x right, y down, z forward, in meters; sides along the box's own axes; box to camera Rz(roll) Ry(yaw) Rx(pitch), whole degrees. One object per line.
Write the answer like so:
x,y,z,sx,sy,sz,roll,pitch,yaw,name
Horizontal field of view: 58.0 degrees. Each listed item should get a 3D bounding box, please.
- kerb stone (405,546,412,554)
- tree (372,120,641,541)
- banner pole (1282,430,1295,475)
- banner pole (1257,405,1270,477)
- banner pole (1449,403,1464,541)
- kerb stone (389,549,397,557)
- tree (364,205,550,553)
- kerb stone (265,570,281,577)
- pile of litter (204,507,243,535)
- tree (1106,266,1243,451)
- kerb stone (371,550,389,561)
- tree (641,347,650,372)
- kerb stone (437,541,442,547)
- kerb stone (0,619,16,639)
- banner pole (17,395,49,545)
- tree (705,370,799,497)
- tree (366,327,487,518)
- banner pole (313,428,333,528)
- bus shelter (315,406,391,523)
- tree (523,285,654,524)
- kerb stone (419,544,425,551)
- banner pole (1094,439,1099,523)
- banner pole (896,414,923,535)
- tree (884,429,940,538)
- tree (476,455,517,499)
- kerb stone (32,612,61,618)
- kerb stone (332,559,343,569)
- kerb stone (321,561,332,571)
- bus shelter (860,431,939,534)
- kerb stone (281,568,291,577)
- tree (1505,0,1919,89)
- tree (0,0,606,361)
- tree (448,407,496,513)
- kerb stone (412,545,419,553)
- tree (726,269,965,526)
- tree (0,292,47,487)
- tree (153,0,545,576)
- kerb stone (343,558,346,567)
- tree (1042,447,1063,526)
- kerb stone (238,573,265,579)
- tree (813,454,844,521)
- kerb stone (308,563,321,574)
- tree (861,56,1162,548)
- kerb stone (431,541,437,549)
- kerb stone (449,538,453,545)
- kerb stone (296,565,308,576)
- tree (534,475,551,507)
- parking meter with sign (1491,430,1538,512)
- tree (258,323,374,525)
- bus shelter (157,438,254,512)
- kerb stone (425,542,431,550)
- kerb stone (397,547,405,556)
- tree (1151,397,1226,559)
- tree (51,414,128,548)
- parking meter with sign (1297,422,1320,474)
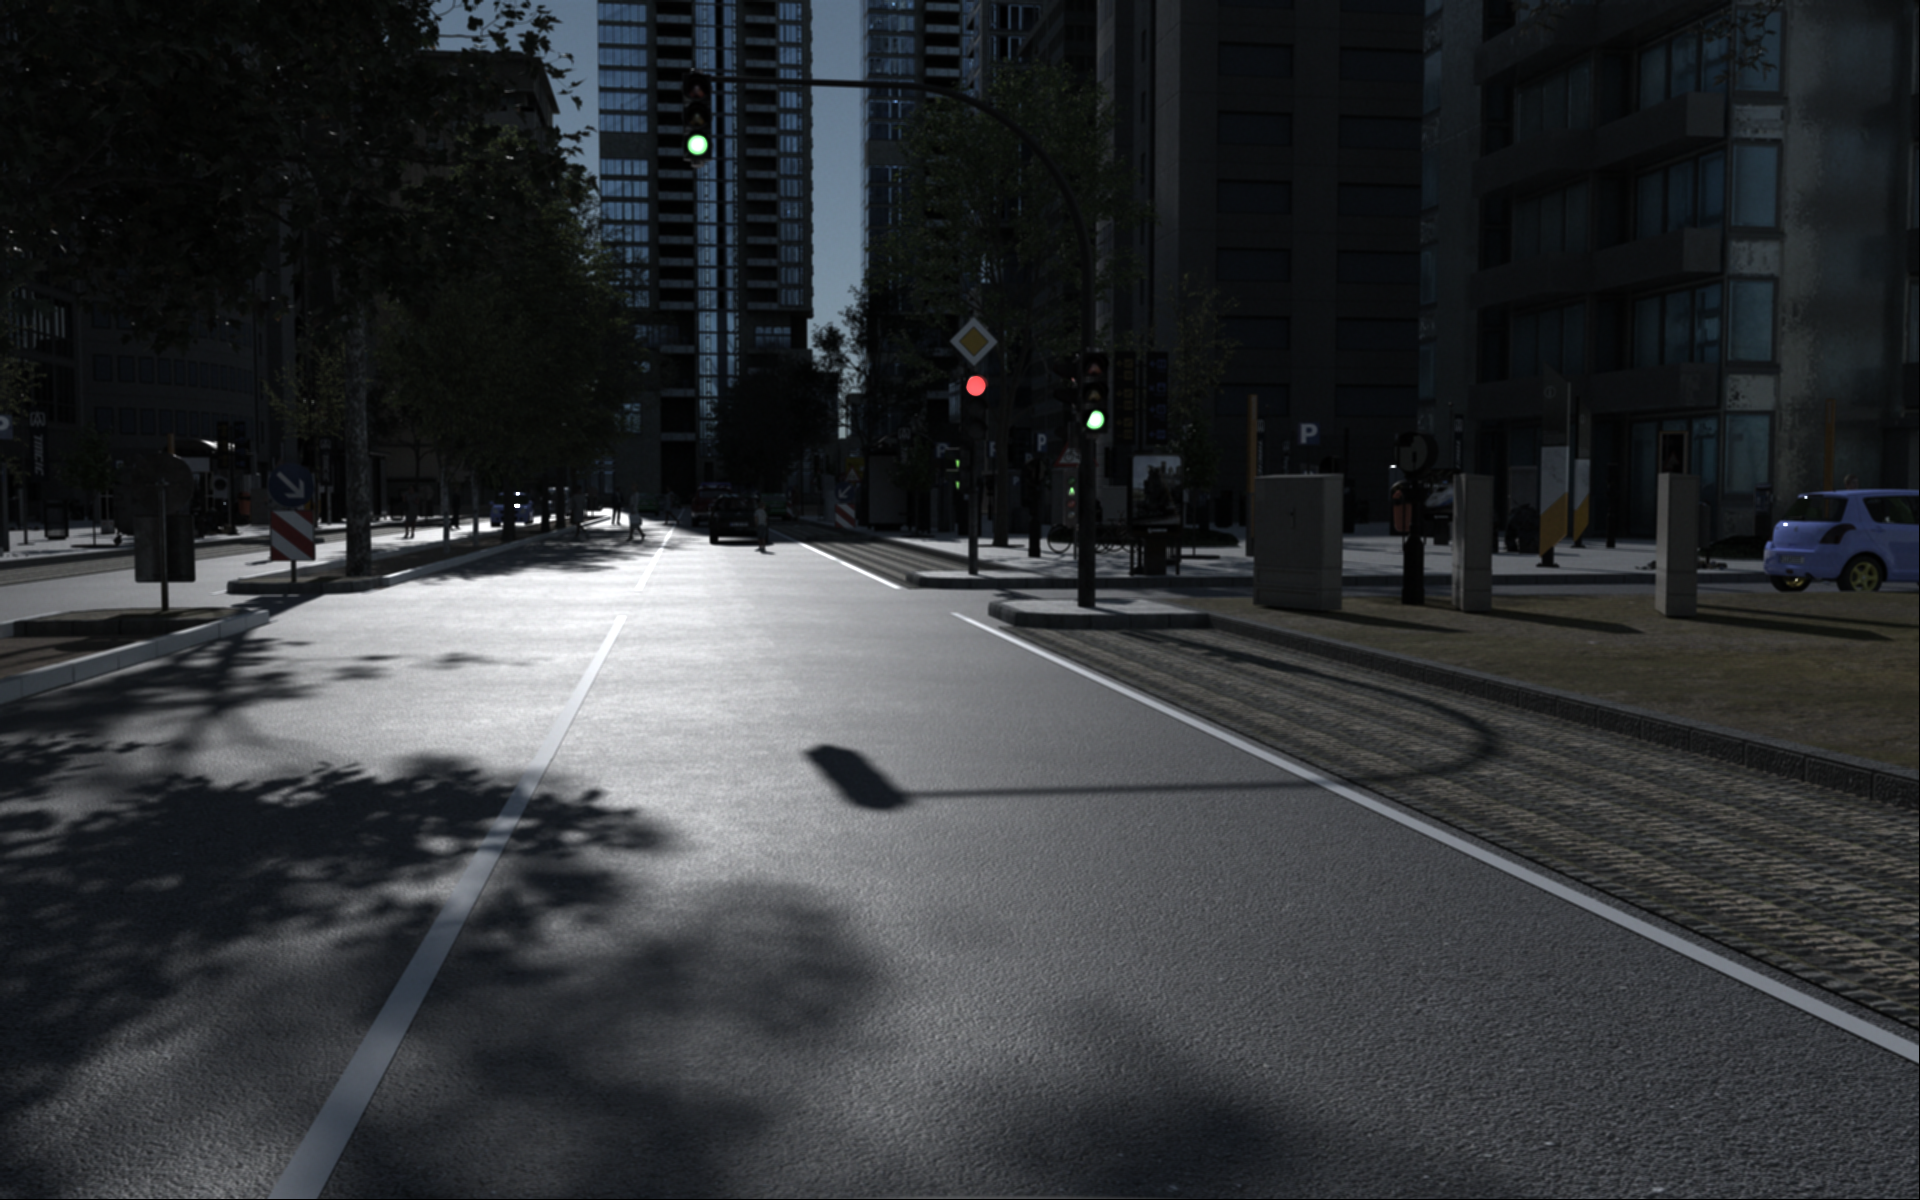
-13.229,-1.158,41.143,0.120,0.150,1.000,-1,4,-9,kerb stone
-13.958,-8.097,52.966,7.486,12.596,7.792,0,3,0,tree
12.887,-4.765,67.929,0.401,3.779,0.863,-2,4,-30,banner pole
8.509,-3.585,48.627,0.401,3.779,0.863,3,5,42,banner pole
13.620,-3.526,47.667,0.863,3.779,0.401,-3,5,-42,banner pole
-12.915,-1.033,39.116,0.120,0.150,1.000,-1,4,-9,kerb stone
-12.267,-5.403,41.163,4.737,8.622,4.395,0,3,0,tree
-11.202,-0.354,27.982,0.120,0.150,1.000,-1,4,-9,kerb stone
-23.674,-2.534,55.395,1.176,0.858,1.719,2,4,33,pile of litter
6.997,-6.445,55.736,4.360,8.622,3.978,0,3,0,tree
-12.759,-0.971,38.106,0.120,0.150,1.000,-1,4,-9,kerb stone
-17.039,-9.335,73.218,7.486,12.596,7.792,0,3,0,tree
-14.018,-1.469,46.214,0.120,0.150,1.000,-1,4,-9,kerb stone
-9.545,0.297,17.334,0.120,0.150,1.000,-1,4,-9,kerb stone
-23.453,-3.290,43.816,0.863,3.779,0.401,0,4,-3,banner pole
-20.426,-16.350,173.977,9.857,13.997,8.962,0,3,0,tree
-28.456,-9.588,91.176,7.601,10.594,8.767,0,4,-7,tree
-24.159,-4.621,65.574,0.863,3.779,0.401,-1,4,-11,banner pole
-28.775,-6.382,81.973,2.179,5.291,8.768,-1,4,-9,bus shelter
-18.502,-9.472,83.087,9.928,11.665,9.643,0,3,0,tree
-13.545,-1.283,43.171,0.120,0.150,1.000,-1,4,-9,kerb stone
5.806,-5.321,77.015,0.863,3.779,0.401,-1,4,-21,banner pole
-1.596,-3.952,54.631,0.863,3.779,0.401,1,4,9,banner pole
-1.176,-3.472,51.375,1.663,3.219,1.824,0,3,0,tree
-36.387,-9.330,136.260,4.285,4.588,4.351,0,3,0,tree
-9.711,0.236,18.343,0.120,0.150,1.000,-1,4,-9,kerb stone
-11.979,-0.659,33.039,0.120,0.150,1.000,-1,4,-9,kerb stone
-11.828,-0.601,32.028,0.120,0.150,1.000,-1,4,-9,kerb stone
-2.079,-3.913,57.896,2.014,3.302,5.546,-1,4,-9,bus shelter
-11.359,-0.412,28.992,0.120,0.150,1.000,-1,4,-9,kerb stone
5.609,-5.955,7.733,12.009,13.543,11.850,0,3,0,tree
-7.560,-5.677,12.279,9.611,12.733,9.660,0,3,0,tree
-33.475,-10.324,119.159,4.360,8.622,3.978,0,3,0,tree
-13.380,-1.221,42.162,0.120,0.150,1.000,-1,4,-9,kerb stone
-3.725,-8.261,69.474,7.601,10.594,8.767,3,4,37,tree
-31.558,-6.458,55.953,4.360,8.622,3.978,0,3,0,tree
-11.808,-10.513,30.241,12.611,20.169,13.585,0,3,0,tree
-12.133,-0.725,34.050,0.120,0.150,1.000,-1,4,-9,kerb stone
4.155,-4.642,70.493,1.663,3.219,1.824,0,3,0,tree
-11.047,-0.292,26.971,0.120,0.150,1.000,-1,4,-9,kerb stone
-6.292,-5.452,83.743,1.663,3.219,1.824,0,3,0,tree
-11.665,-0.539,31.014,0.120,0.150,1.000,-1,4,-9,kerb stone
1.088,-7.086,41.613,9.928,11.665,9.643,0,3,0,tree
-13.859,-1.407,45.204,0.120,0.150,1.000,-1,4,-9,kerb stone
-14.323,-1.590,48.243,0.120,0.150,1.000,-1,4,-9,kerb stone
-11.515,-0.477,30.002,0.120,0.150,1.000,-1,4,-9,kerb stone
-42.076,-11.015,174.697,1.663,3.219,1.824,0,3,0,tree
15.358,-3.113,47.151,1.738,3.016,0.543,1,4,17,parking meter with sign
-26.674,-7.462,72.365,4.360,8.622,3.978,0,3,0,tree
-28.473,-4.386,65.627,2.014,3.302,5.546,-1,4,-9,bus shelter
-13.702,-1.345,44.181,0.120,0.150,1.000,-1,4,-9,kerb stone
-13.073,-1.097,40.129,0.120,0.150,1.000,-1,4,-9,kerb stone
4.733,-2.454,34.727,1.663,3.219,1.824,0,3,0,tree
-20.902,-2.897,41.968,1.663,3.219,1.824,0,3,0,tree
8.696,-2.856,42.952,0.543,3.016,1.738,1,4,15,parking meter with sign
